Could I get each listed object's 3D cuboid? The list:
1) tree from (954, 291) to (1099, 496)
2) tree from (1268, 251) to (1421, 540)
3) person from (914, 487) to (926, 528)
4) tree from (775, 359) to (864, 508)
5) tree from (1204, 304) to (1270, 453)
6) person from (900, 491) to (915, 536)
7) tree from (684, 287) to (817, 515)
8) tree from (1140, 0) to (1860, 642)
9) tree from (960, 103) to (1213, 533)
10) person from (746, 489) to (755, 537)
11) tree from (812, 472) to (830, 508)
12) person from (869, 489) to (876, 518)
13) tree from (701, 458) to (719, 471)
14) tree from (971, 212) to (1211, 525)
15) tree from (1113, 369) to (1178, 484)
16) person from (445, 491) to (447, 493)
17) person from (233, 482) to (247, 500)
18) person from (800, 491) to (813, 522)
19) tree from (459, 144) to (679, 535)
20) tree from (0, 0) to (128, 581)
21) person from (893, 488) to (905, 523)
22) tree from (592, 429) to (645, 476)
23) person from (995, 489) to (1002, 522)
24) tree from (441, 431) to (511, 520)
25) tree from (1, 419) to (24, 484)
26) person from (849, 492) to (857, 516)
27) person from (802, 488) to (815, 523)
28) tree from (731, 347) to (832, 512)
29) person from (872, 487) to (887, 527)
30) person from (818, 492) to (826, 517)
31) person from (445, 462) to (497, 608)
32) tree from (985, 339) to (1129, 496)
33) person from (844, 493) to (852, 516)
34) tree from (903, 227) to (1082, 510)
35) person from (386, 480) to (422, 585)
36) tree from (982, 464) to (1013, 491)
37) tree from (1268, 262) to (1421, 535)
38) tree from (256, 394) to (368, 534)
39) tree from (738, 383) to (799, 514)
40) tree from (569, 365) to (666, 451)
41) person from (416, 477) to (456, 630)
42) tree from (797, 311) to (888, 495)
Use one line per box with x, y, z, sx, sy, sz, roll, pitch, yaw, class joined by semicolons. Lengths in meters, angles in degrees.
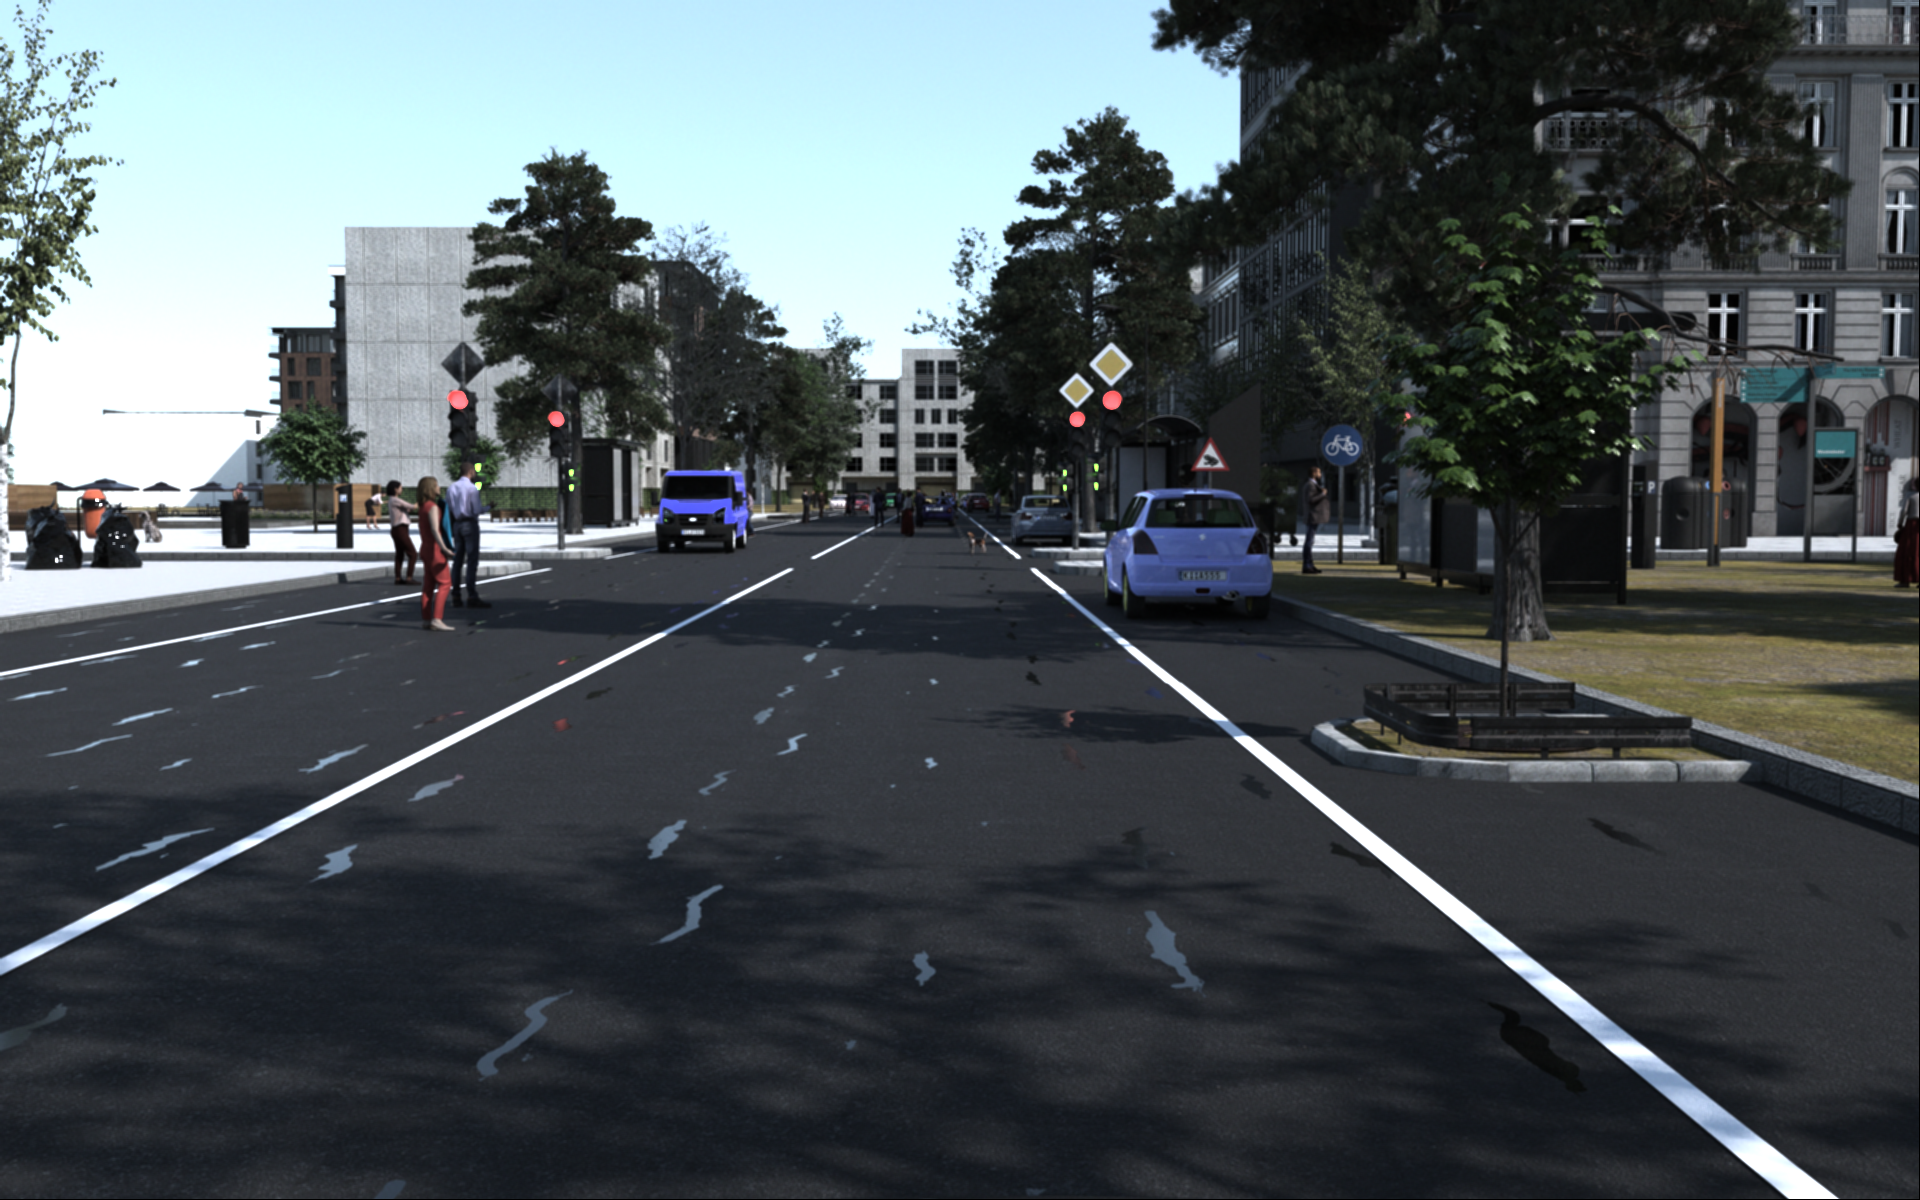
4.302;-12.107;104.606;9.857;13.997;8.962;0;3;0;tree
11.362;-5.946;47.572;4.737;8.622;4.395;0;3;0;tree
-1.788;-3.951;73.808;0.504;1.737;0.576;2;4;25;person
-13.398;-15.562;161.097;9.857;13.997;8.962;0;3;0;tree
11.686;-7.004;64.881;4.737;8.622;4.395;0;3;0;tree
-1.764;-2.919;58.694;0.387;1.526;0.523;3;4;37;person
-12.656;-12.056;104.539;7.806;13.903;7.818;0;3;0;tree
4.847;-5.683;14.976;6.751;12.117;7.091;0;3;0;tree
4.206;-9.144;56.922;7.806;13.903;7.818;0;3;0;tree
-7.012;-2.867;57.329;0.435;1.587;0.963;-1;4;-11;person
-12.716;-9.797;154.780;1.663;3.219;1.824;0;3;0;tree
-5.166;-5.758;103.319;0.551;1.740;0.621;0;4;3;person
-13.370;-5.949;91.874;1.663;3.219;1.824;0;3;0;tree
5.532;-9.933;72.771;12.009;13.543;11.850;0;3;0;tree
9.954;-8.836;94.838;4.360;8.622;3.978;0;3;0;tree
-21.724;-3.980;74.350;0.697;1.427;0.421;0;4;-3;person
-22.343;-2.829;53.763;0.415;1.643;0.593;-2;4;-34;person
-7.794;-4.744;87.926;0.662;1.594;0.647;-1;4;-14;person
-12.166;-8.108;54.628;6.751;12.117;7.091;0;3;0;tree
-14.316;-4.588;25.382;4.737;8.622;4.395;0;3;0;tree
-3.012;-4.671;85.693;0.655;1.722;0.431;2;4;33;person
-17.437;-6.273;86.274;4.285;4.588;4.351;0;3;0;tree
1.997;-4.830;88.406;0.436;1.711;0.756;1;4;20;person
-24.100;-6.271;86.250;4.285;4.588;4.351;0;3;0;tree
-65.471;-8.442;100.932;11.467;7.101;20.602;1;4;11;tree
-6.824;-6.123;110.812;0.569;1.553;0.471;-3;5;-45;person
-7.407;-4.615;84.760;0.742;1.727;0.445;1;4;16;person
-12.606;-11.970;121.469;9.928;11.665;9.643;0;3;0;tree
-3.543;-4.056;75.521;0.576;1.737;0.504;-2;4;-31;person
-8.472;-5.845;106.329;0.482;1.546;0.388;-2;4;-32;person
-6.181;-0.834;22.010;0.709;1.838;0.599;2;4;30;person
4.730;-9.223;85.205;7.601;10.594;8.767;0;4;1;tree
-7.247;-6.182;112.123;0.480;1.512;0.613;2;4;33;person
2.814;-16.387;123.822;12.611;20.169;13.585;0;3;0;tree
-8.737;-1.064;27.363;0.566;1.644;0.517;0;4;8;person
3.489;-10.775;159.888;4.285;4.588;4.351;0;3;0;tree
12.296;-6.318;53.662;4.360;8.622;3.978;0;3;0;tree
-21.279;-4.479;56.942;4.285;4.588;4.351;0;3;0;tree
-12.625;-9.927;112.662;4.360;8.622;3.978;0;3;0;tree
-21.038;-10.891;103.829;9.928;11.665;9.643;0;3;0;tree
-5.549;-0.500;18.378;0.444;1.614;0.593;-1;4;-9;person
-13.957;-19.962;182.259;12.611;20.169;13.585;0;3;0;tree
